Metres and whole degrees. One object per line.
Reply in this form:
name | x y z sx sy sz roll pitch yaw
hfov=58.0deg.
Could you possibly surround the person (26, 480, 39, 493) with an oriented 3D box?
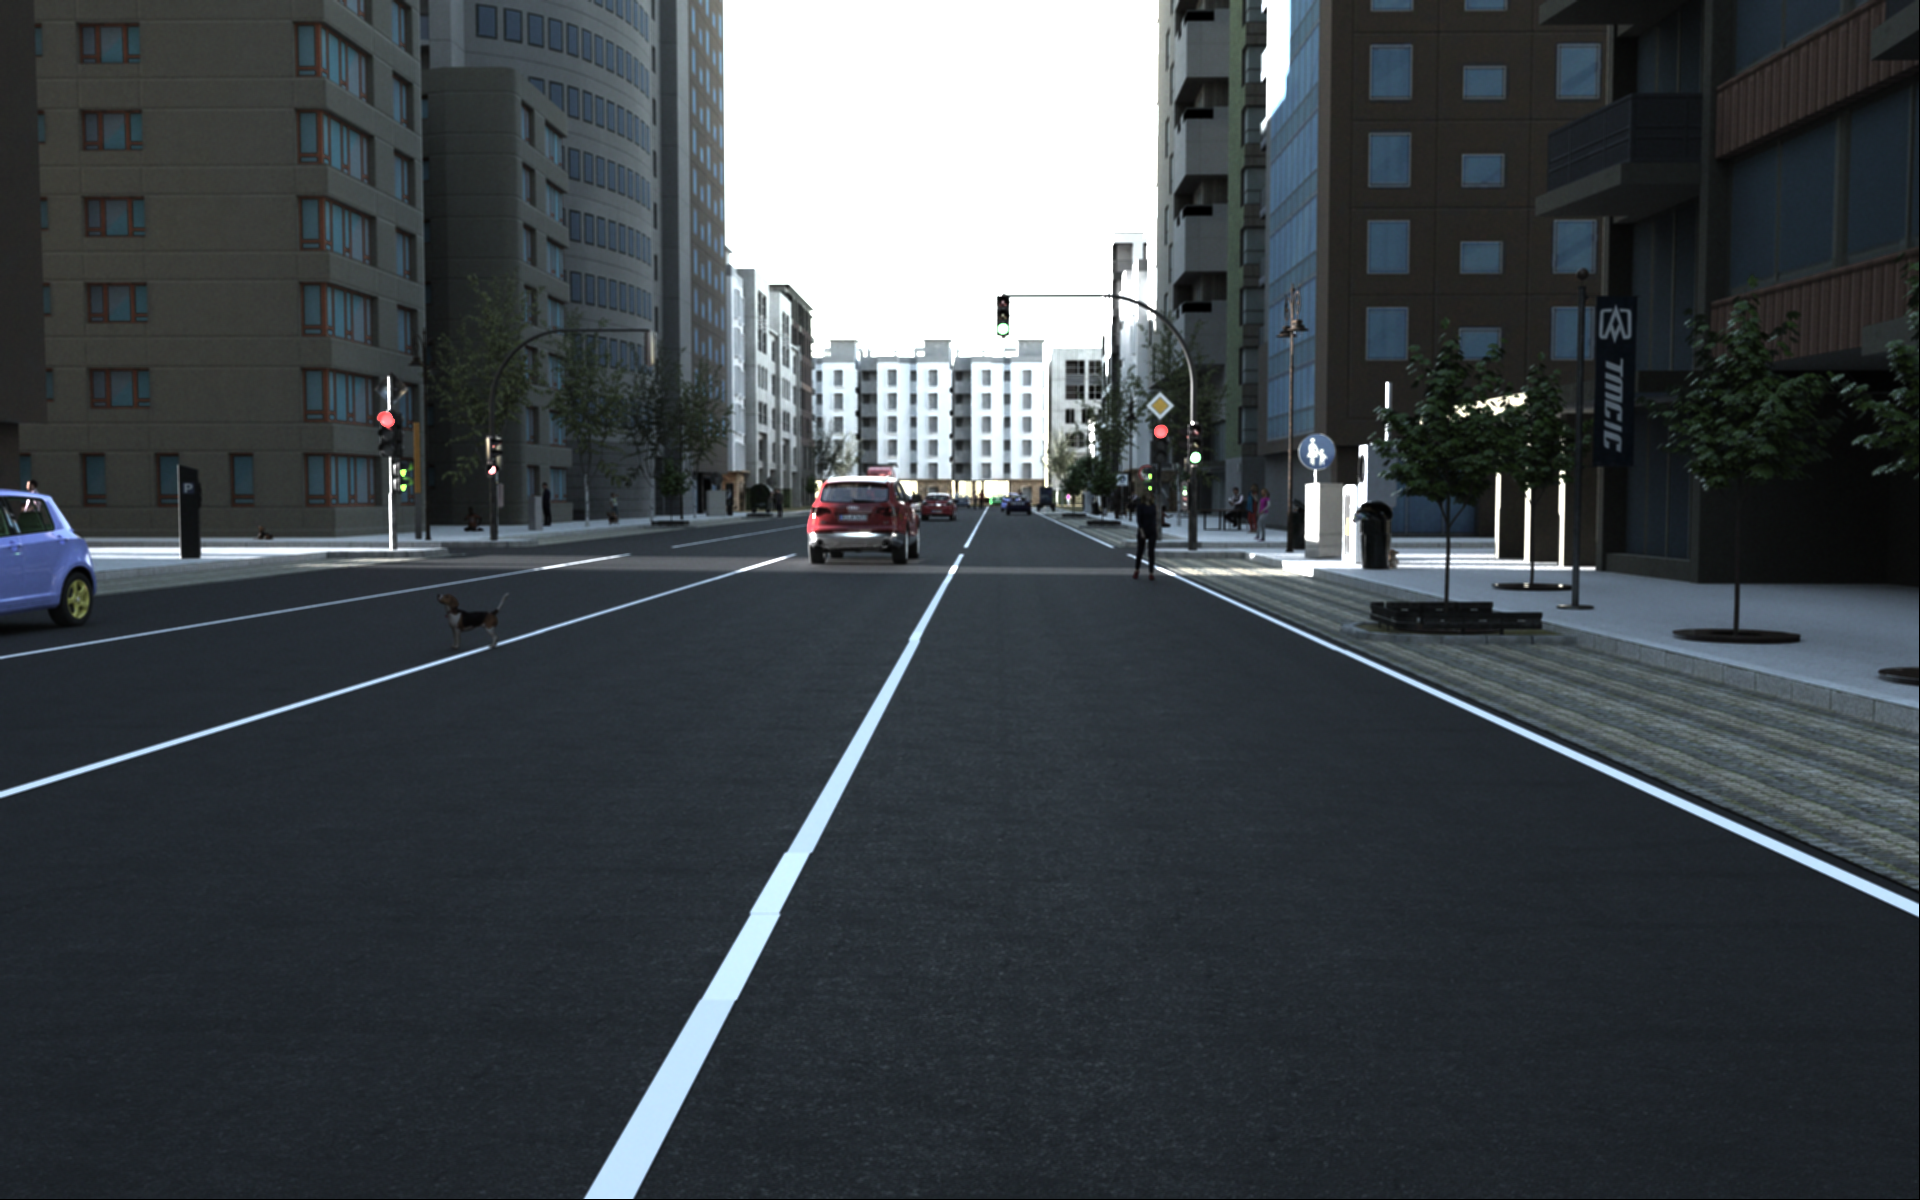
person | -19.961 -1.790 37.260 0.435 1.587 0.963 -3 5 -40

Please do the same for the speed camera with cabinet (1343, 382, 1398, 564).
speed camera with cabinet | 7.444 -2.272 31.486 0.660 3.252 2.038 0 4 2

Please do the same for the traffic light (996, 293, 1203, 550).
traffic light | 3.193 -3.956 39.351 4.771 5.953 1.251 0 4 1

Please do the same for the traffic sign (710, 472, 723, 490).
traffic sign | -14.197 -6.164 100.894 0.768 2.556 0.104 0 4 4

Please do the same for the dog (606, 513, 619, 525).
dog | -14.453 -3.381 72.118 0.540 0.507 0.406 -1 4 -13

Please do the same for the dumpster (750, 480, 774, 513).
dumpster | -13.584 -7.087 118.373 1.502 2.255 1.985 0 4 1

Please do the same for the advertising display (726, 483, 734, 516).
advertising display | -13.698 -5.981 102.997 0.123 1.923 0.974 -2 4 -28

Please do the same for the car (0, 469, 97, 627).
car | -10.443 -0.485 17.522 1.945 1.707 3.694 0 4 3

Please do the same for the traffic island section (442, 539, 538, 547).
traffic island section | -12.911 -1.568 47.921 2.009 0.180 2.903 0 4 1

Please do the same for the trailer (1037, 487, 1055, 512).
trailer | 7.030 -8.249 141.924 1.471 1.999 3.904 0 4 1

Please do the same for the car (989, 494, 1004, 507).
car | 4.269 -11.434 195.745 1.959 1.807 4.718 0 4 1

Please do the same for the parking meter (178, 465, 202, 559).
parking meter | -15.329 -1.761 34.500 0.399 1.863 0.255 -1 4 -17

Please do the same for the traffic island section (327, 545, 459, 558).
traffic island section | -13.071 -1.080 39.938 2.009 0.180 2.903 0 4 1

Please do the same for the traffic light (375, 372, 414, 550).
traffic light | -13.032 -3.112 39.802 0.839 4.253 0.868 0 4 1

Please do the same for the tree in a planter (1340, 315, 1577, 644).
tree in a planter | 4.891 -1.228 17.304 1.991 3.239 1.994 0 4 1

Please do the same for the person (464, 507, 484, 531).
person | -16.878 -2.782 59.820 0.859 0.850 0.655 1 4 9

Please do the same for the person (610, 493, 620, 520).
person | -16.711 -4.527 83.967 0.340 1.345 0.435 2 4 35

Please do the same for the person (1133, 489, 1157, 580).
person | 3.098 -1.105 29.113 0.480 1.512 0.613 -3 5 -39

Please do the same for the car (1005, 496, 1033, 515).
car | 4.079 -6.596 120.418 1.945 1.354 3.894 0 4 1

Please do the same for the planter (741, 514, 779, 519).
planter | -11.529 -4.832 100.136 1.991 0.319 1.994 0 4 1

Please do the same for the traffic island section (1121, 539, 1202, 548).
traffic island section | 5.487 -1.545 47.547 2.009 0.180 2.903 0 4 1

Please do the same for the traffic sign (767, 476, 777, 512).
traffic sign | -13.431 -7.555 123.637 0.768 2.556 0.104 0 4 1

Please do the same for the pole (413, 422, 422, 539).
pole | -15.434 -3.390 49.266 0.158 3.312 0.155 0 3 0

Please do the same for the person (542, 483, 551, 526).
person | -16.715 -3.849 69.680 0.504 1.737 0.576 -3 5 -43

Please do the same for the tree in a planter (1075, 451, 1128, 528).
tree in a planter | 5.991 -4.610 72.589 1.991 3.239 1.994 0 4 1

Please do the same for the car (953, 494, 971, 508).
car | 0.158 -10.090 176.967 2.014 1.417 4.499 0 4 1

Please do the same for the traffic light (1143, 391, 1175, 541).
traffic light | 5.447 -3.579 47.434 0.839 4.253 0.868 0 4 1

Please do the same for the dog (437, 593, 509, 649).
dog | -4.529 0.194 16.122 0.406 0.507 0.540 2 4 26

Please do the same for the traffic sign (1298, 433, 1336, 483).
traffic sign | 7.511 -2.226 36.505 0.768 2.556 0.104 1 4 8

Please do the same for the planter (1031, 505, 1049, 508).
planter | 8.071 -9.489 176.279 1.991 0.319 1.994 0 4 1

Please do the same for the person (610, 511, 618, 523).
person | -15.329 -3.673 76.575 0.381 0.543 0.357 1 4 9

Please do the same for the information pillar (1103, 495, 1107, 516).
information pillar | 8.447 -5.914 101.188 0.304 2.012 0.304 0 4 5

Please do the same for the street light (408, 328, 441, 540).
street light | -14.883 -4.618 48.287 0.468 5.910 1.993 0 4 1

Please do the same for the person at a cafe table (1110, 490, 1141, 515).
person at a cafe table | 10.467 -6.052 107.461 1.622 1.524 1.698 -2 4 -33

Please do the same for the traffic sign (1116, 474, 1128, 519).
traffic sign | 8.238 -5.256 88.062 0.606 2.300 0.079 0 4 6

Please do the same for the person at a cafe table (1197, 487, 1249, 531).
person at a cafe table | 9.579 -3.252 61.684 1.622 1.524 1.698 -2 4 -33

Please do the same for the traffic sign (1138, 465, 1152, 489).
traffic sign | 8.124 -4.599 75.300 0.768 2.556 0.104 0 4 3

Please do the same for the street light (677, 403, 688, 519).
street light | -14.110 -7.026 87.665 0.468 5.910 1.993 0 4 1

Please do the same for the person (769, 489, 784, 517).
person | -11.151 -5.891 105.347 0.750 1.759 0.617 -2 4 -31

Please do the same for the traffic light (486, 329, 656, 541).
traffic light | -10.778 -4.472 47.779 4.771 5.953 1.251 0 4 1

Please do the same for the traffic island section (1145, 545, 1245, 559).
traffic island section | 5.326 -1.057 39.564 2.009 0.180 2.903 0 4 1

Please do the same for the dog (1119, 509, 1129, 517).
dog | 8.566 -4.544 91.119 0.540 0.507 0.406 -2 4 -29

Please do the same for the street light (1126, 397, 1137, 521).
street light | 8.118 -6.697 82.288 0.468 5.910 1.993 0 4 1

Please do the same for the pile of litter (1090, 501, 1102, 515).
pile of litter | 8.729 -5.820 109.127 1.176 0.858 1.719 0 4 2

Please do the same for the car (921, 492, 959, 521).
car | -1.147 -5.265 95.131 2.155 1.783 4.494 0 4 3

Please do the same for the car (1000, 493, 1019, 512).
car | 4.259 -8.195 143.583 1.945 1.707 3.694 0 4 1

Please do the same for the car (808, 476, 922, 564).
car | -2.009 -1.745 37.197 2.281 1.827 5.304 0 4 3

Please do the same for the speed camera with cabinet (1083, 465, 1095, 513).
speed camera with cabinet | 8.862 -7.624 118.995 0.660 3.252 2.038 0 4 -4

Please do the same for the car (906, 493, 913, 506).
car | -4.104 -6.569 116.999 1.945 1.707 3.694 0 4 3

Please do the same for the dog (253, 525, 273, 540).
dog | -19.621 -1.898 48.763 0.550 0.427 0.748 -2 4 -24

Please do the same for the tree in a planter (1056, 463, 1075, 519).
tree in a planter | 6.549 -6.271 99.753 1.991 3.239 1.994 0 4 1

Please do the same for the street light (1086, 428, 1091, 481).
street light | 9.023 -9.106 121.664 0.468 5.910 1.993 0 4 1

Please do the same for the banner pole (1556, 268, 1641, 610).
banner pole | 7.127 -1.792 19.313 0.863 3.779 0.401 0 4 -2

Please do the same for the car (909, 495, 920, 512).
car | -4.173 -7.709 138.402 2.083 1.381 4.827 0 4 2

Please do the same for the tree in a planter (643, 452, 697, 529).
tree in a planter | -12.096 -4.602 72.465 1.991 3.239 1.994 0 4 1

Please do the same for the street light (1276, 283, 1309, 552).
street light | 7.301 -3.999 38.179 0.468 5.910 1.993 0 4 1
